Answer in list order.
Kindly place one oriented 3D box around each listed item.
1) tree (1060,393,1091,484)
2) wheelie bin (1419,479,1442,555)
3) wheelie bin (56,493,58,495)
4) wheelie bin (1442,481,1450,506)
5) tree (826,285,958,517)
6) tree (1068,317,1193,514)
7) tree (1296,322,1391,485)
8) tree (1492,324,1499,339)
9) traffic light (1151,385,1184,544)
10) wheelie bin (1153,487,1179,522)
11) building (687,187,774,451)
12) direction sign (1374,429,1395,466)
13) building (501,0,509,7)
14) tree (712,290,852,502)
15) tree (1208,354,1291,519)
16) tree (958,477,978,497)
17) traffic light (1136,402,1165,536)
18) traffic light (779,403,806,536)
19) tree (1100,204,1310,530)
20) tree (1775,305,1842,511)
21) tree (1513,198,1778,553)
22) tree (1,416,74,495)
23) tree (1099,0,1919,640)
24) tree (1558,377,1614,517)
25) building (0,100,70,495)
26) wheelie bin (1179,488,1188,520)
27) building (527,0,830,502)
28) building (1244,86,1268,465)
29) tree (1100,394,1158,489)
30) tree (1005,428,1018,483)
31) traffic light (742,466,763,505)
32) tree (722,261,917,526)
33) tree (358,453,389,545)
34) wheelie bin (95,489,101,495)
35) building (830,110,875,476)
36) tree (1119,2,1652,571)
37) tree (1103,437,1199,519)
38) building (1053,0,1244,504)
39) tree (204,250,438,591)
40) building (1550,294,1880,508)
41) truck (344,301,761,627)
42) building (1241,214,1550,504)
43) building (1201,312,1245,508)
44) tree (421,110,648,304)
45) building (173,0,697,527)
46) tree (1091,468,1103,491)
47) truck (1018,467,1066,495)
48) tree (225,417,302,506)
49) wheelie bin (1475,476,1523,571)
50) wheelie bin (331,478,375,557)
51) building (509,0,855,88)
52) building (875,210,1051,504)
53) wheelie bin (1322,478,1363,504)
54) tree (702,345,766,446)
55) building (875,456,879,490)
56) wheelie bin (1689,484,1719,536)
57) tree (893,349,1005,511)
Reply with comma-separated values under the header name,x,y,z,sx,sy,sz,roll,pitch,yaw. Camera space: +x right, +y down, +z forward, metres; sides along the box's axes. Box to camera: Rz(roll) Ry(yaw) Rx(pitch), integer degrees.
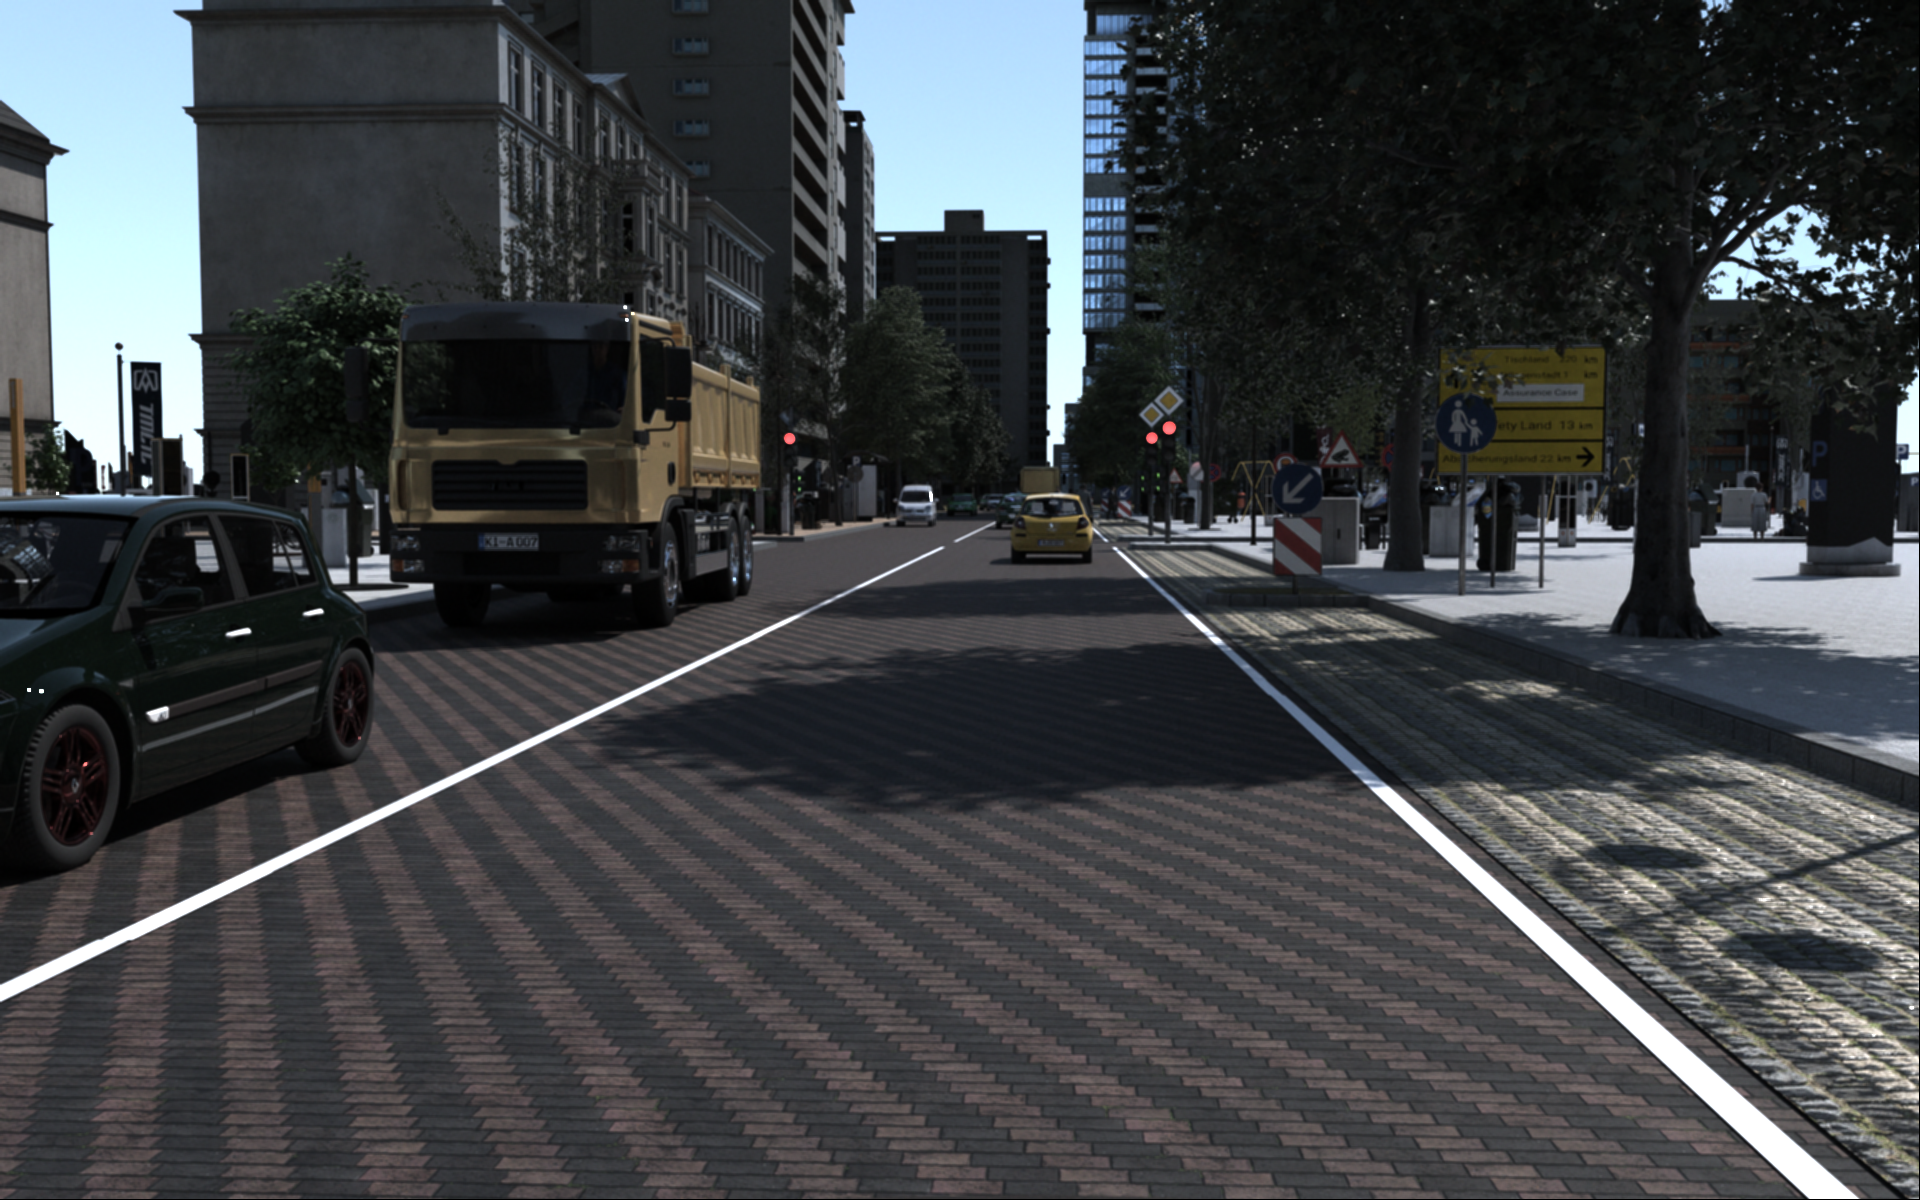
name,x,y,z,sx,sy,sz,roll,pitch,yaw
tree,16.330,-17.549,193.577,9.857,13.997,8.962,0,3,0
wheelie bin,10.000,-1.862,38.358,0.693,1.594,0.980,-2,4,-25
wheelie bin,-47.755,-5.132,91.822,0.693,1.594,0.980,2,4,27
wheelie bin,12.173,-2.153,43.114,0.693,1.594,0.980,0,4,-4
tree,-3.757,-10.800,94.706,7.486,12.596,7.792,0,3,0
tree,11.280,-11.841,111.724,7.486,12.596,7.792,0,3,0
tree,16.397,-7.493,72.880,4.737,8.622,4.395,0,3,0
tree,20.182,-7.015,65.056,4.360,8.622,3.978,0,3,0
traffic light,5.373,-3.420,44.838,0.839,4.253,0.868,0,4,3
wheelie bin,9.226,-4.332,78.739,0.980,1.594,0.693,-2,4,-23
building,-19.272,-16.791,110.695,11.583,22.565,21.152,0,4,3
direction sign,14.782,-4.157,59.971,0.876,3.537,0.379,2,4,24
building,-37.788,-39.280,184.225,28.212,58.520,21.231,0,4,3
tree,-6.435,-6.829,62.009,4.360,8.622,3.978,0,3,0
tree,14.987,-8.467,88.805,4.360,8.622,3.978,0,3,0
tree,1.375,-14.354,185.045,4.360,8.622,3.978,0,3,0
traffic light,5.811,-3.908,52.811,0.839,4.253,0.868,0,4,3
traffic light,-5.184,-3.943,53.397,0.839,4.253,0.868,0,4,3
tree,8.755,-8.297,61.407,9.928,11.665,9.643,0,3,0
tree,27.428,-6.485,56.400,4.360,8.622,3.978,0,3,0
tree,14.414,-5.314,37.246,4.360,8.622,3.978,0,3,0
tree,-22.419,-2.946,42.774,1.663,3.219,1.824,0,3,0
tree,6.374,-6.013,15.318,9.611,12.733,9.660,0,3,0
tree,35.072,-9.004,97.577,4.737,8.622,4.395,0,3,0
building,-48.794,-12.643,71.342,19.286,19.102,10.561,0,4,3
wheelie bin,10.789,-4.717,85.025,0.980,1.594,0.693,3,4,36
building,-22.572,-31.581,140.045,21.300,48.544,21.600,0,4,3
building,32.423,-28.816,154.735,14.154,41.232,14.086,0,4,3
tree,11.932,-10.327,119.208,4.737,8.622,4.395,0,3,0
tree,0.091,-15.628,172.523,9.611,12.733,9.660,0,3,0
traffic light,-5.622,-3.456,45.424,0.839,4.253,0.868,0,4,3
tree,-5.176,-8.270,69.629,7.601,10.594,8.767,2,4,26
tree,-14.322,-3.000,43.654,1.663,3.219,1.824,0,3,0
wheelie bin,-50.378,-5.682,100.811,0.980,1.594,0.693,1,4,10
building,-16.472,-30.803,187.222,14.086,41.232,14.154,0,4,3
tree,7.565,-7.463,28.683,9.857,13.997,8.962,0,3,0
tree,10.567,-6.457,89.279,4.285,4.588,4.351,0,3,0
building,28.048,-56.141,230.574,31.000,86.520,22.319,0,4,3
tree,-8.330,-2.428,23.405,4.285,4.588,4.351,0,3,0
building,73.373,-20.261,176.305,28.899,21.520,27.650,0,4,3
truck,-4.315,-1.526,20.872,3.469,3.379,9.791,0,4,1
building,33.820,-42.695,136.307,20.563,71.187,20.611,0,4,3
building,39.694,-20.268,176.423,27.650,21.520,28.899,0,4,3
tree,-7.803,-5.040,32.772,4.360,8.622,3.978,0,3,0
building,-21.596,-16.131,82.831,14.460,24.649,34.723,0,4,3
tree,14.298,-10.709,158.812,4.285,4.588,4.351,0,3,0
truck,5.629,-7.642,120.867,3.469,3.379,9.791,0,4,4
tree,-14.299,-2.521,35.820,1.663,3.219,1.824,0,3,0
wheelie bin,9.052,-1.294,29.072,0.693,1.594,0.980,2,4,27
wheelie bin,-12.356,-1.671,35.224,0.693,1.594,0.980,0,4,4
building,-25.539,-35.233,165.296,28.713,52.752,27.495,0,4,3
building,0.492,-33.501,239.627,23.993,40.220,32.217,0,4,3
wheelie bin,7.544,-1.618,34.355,0.980,1.594,0.693,-1,4,-13
tree,-11.371,-8.278,85.710,4.737,8.622,4.395,0,3,0
building,-25.515,-39.678,237.978,27.495,52.752,28.713,0,4,3
wheelie bin,22.884,-2.780,53.367,0.980,1.594,0.693,-2,4,-35
tree,-1.617,-13.310,134.633,9.611,12.733,9.660,0,3,0
